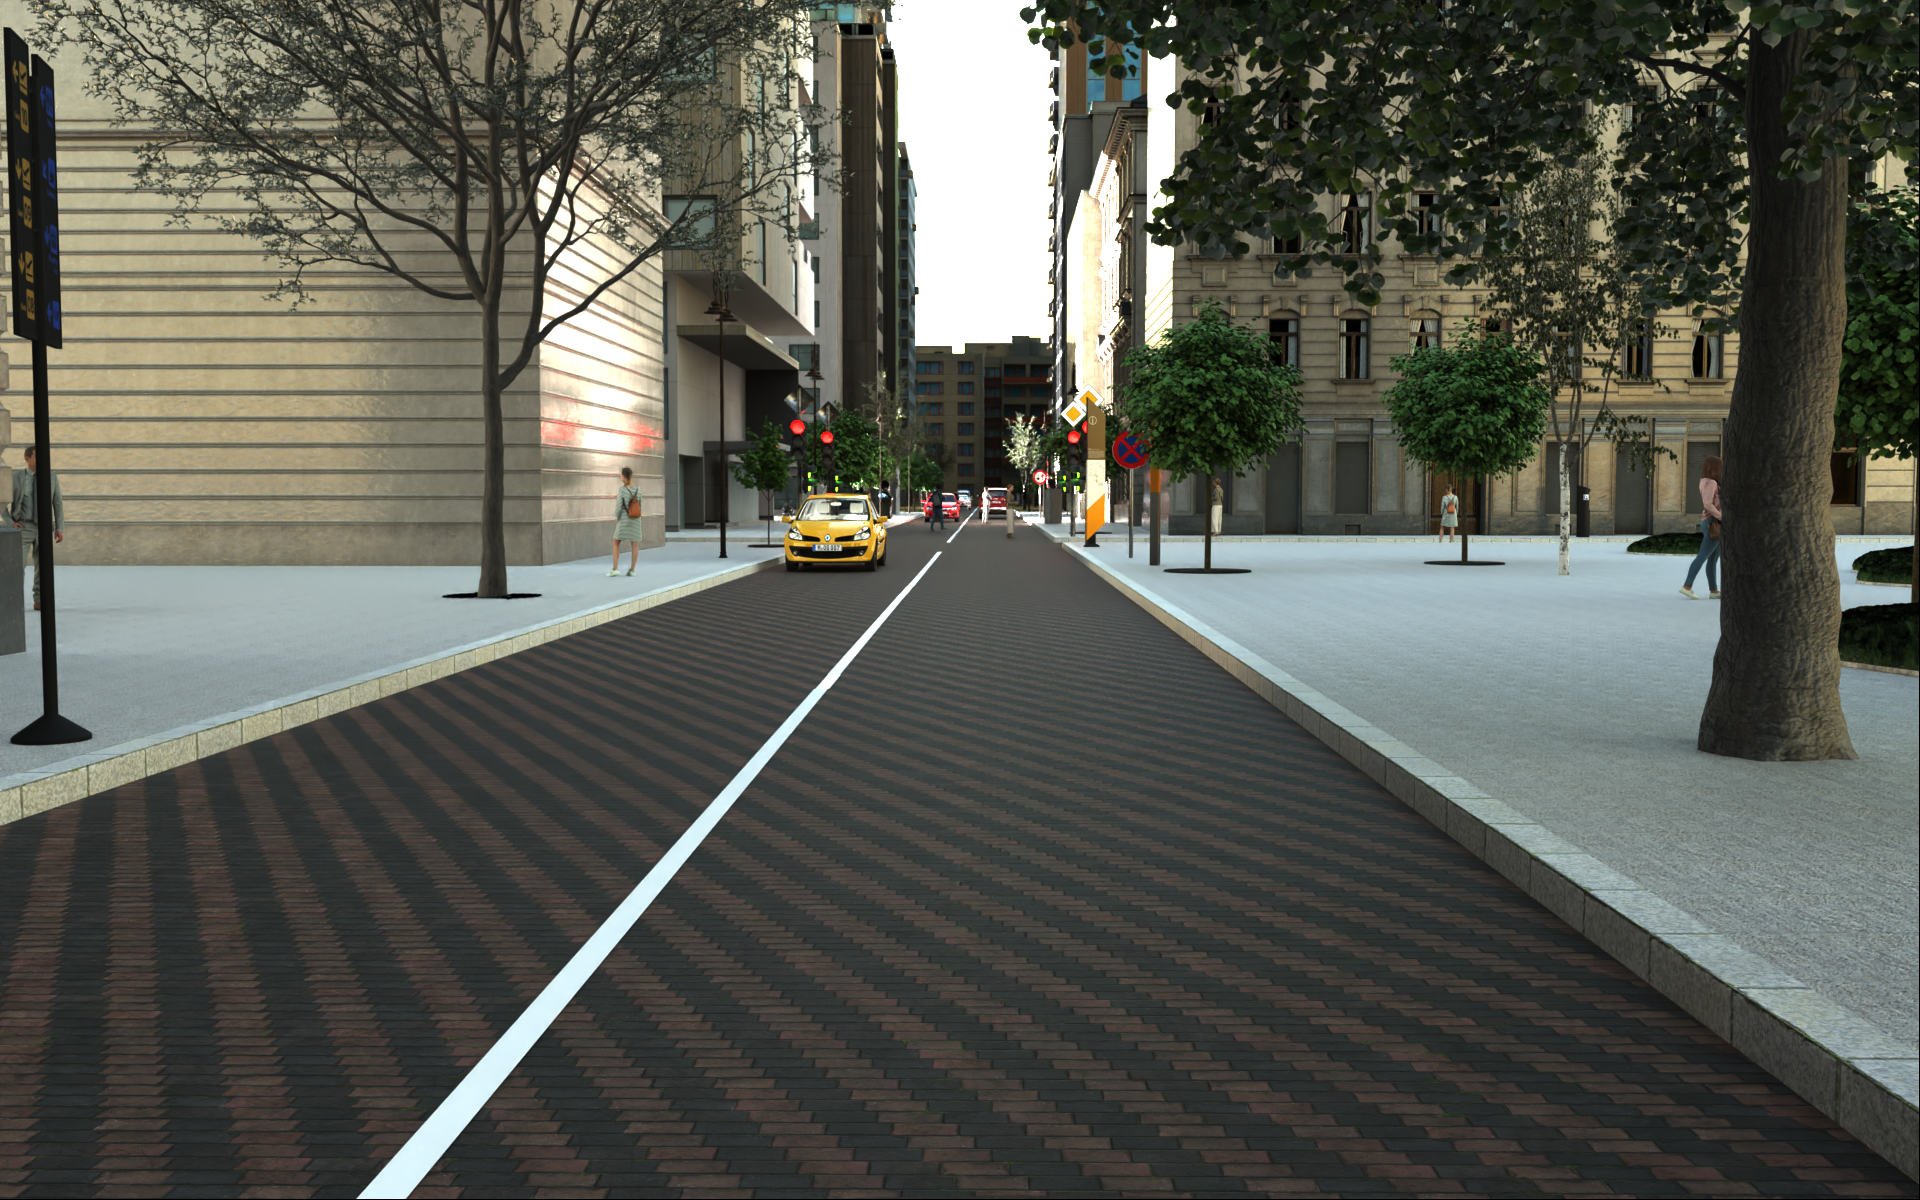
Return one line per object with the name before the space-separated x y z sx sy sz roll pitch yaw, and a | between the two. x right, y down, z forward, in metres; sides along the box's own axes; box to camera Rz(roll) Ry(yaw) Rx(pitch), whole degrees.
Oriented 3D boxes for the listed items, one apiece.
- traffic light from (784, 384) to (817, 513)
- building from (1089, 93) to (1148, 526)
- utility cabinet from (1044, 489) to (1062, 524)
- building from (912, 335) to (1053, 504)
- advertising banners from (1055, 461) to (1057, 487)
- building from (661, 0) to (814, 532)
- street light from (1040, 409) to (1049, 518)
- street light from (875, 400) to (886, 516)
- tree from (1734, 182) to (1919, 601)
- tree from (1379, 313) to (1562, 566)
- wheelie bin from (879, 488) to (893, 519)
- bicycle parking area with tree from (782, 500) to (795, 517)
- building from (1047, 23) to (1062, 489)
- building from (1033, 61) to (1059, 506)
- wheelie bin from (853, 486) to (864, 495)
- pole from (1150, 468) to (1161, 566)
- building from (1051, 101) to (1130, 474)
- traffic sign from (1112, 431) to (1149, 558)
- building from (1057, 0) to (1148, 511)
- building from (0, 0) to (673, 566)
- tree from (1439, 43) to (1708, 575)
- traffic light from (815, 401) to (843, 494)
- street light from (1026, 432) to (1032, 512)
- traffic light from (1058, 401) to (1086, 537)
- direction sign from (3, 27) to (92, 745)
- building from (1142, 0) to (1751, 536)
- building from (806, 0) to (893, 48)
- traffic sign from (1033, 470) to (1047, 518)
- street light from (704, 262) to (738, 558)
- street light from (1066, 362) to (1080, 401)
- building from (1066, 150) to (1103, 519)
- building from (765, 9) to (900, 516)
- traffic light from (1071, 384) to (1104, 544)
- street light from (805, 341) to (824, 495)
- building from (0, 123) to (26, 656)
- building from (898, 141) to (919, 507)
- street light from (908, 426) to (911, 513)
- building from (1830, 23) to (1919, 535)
traffic light | -4.100 -3.393 44.402 0.839 4.253 0.868 0 4 1
building | 11.536 -12.996 77.109 10.561 19.102 19.286 0 4 1
utility cabinet | 3.987 -4.010 74.237 0.318 1.500 1.173 2 4 27
building | 8.664 -23.308 226.119 28.899 21.520 27.650 0 4 1
advertising banners | 4.593 -5.279 82.494 0.090 3.025 2.074 0 4 3
building | -20.372 -29.364 69.334 28.713 52.752 27.495 0 4 1
street light | 4.567 -7.417 94.052 0.468 5.910 1.993 0 4 1
street light | -3.891 -6.866 85.044 0.468 5.910 1.993 0 4 1
tree | 9.465 -2.028 16.872 4.285 4.588 4.351 0 3 0
tree | 9.330 -2.934 31.684 4.285 4.588 4.351 0 3 0
wheelie bin | -3.777 -4.915 88.265 0.693 1.594 0.980 0 4 5
bicycle parking area with tree | -13.481 -6.606 95.008 8.231 4.147 9.016 1 4 22
building | 19.073 -30.619 155.251 22.147 44.769 28.867 0 4 1
building | 19.383 -53.295 184.049 22.319 86.520 31.000 0 4 1
wheelie bin | -4.109 -3.901 71.697 0.693 1.594 0.980 -1 4 -9
pole | 3.508 -2.277 31.072 0.158 3.312 0.155 0 3 0
building | 13.593 -19.679 115.253 14.314 27.812 24.014 0 4 1
traffic sign | 3.437 -2.119 34.747 0.768 2.556 0.104 0 4 6
building | 14.766 -29.583 133.789 14.600 45.320 14.200 0 4 1
building | -18.877 -11.892 36.235 24.055 21.916 13.314 0 4 1
tree | 9.518 -4.685 26.963 4.360 8.622 3.978 0 3 0
traffic light | -3.965 -3.882 52.386 0.839 4.253 0.868 0 4 1
street light | 5.052 -9.399 126.460 0.468 5.910 1.993 0 4 1
traffic light | 3.396 -3.875 52.278 0.839 4.253 0.868 0 4 1
direction sign | -4.732 -1.035 8.917 0.379 3.537 0.876 -1 4 -15
building | 15.451 -12.745 57.534 18.267 20.994 9.793 0 4 1
building | -16.970 -31.969 142.307 23.786 49.044 30.456 0 4 1
traffic sign | 4.217 -5.563 91.062 0.768 2.556 0.104 0 4 2
street light | -4.758 -3.782 34.629 0.468 5.910 1.993 0 4 1
street light | 3.979 -5.387 60.865 0.468 5.910 1.993 0 4 1
building | 11.448 -14.701 95.115 10.420 20.320 16.860 0 4 1
building | -11.133 -20.532 107.403 14.160 30.474 14.107 0 4 1
traffic light | 3.261 -3.387 44.294 0.839 4.253 0.868 0 4 1
street light | -4.404 -4.884 52.637 0.468 5.910 1.993 0 4 1
building | -12.543 -10.726 4.241 11.050 23.489 19.941 0 4 1
building | -16.583 -30.215 185.900 23.993 40.220 32.217 0 4 1
street light | -3.432 -8.848 117.451 0.468 5.910 1.993 0 4 1
building | 46.712 -17.387 60.695 44.131 29.872 17.030 0 4 1
